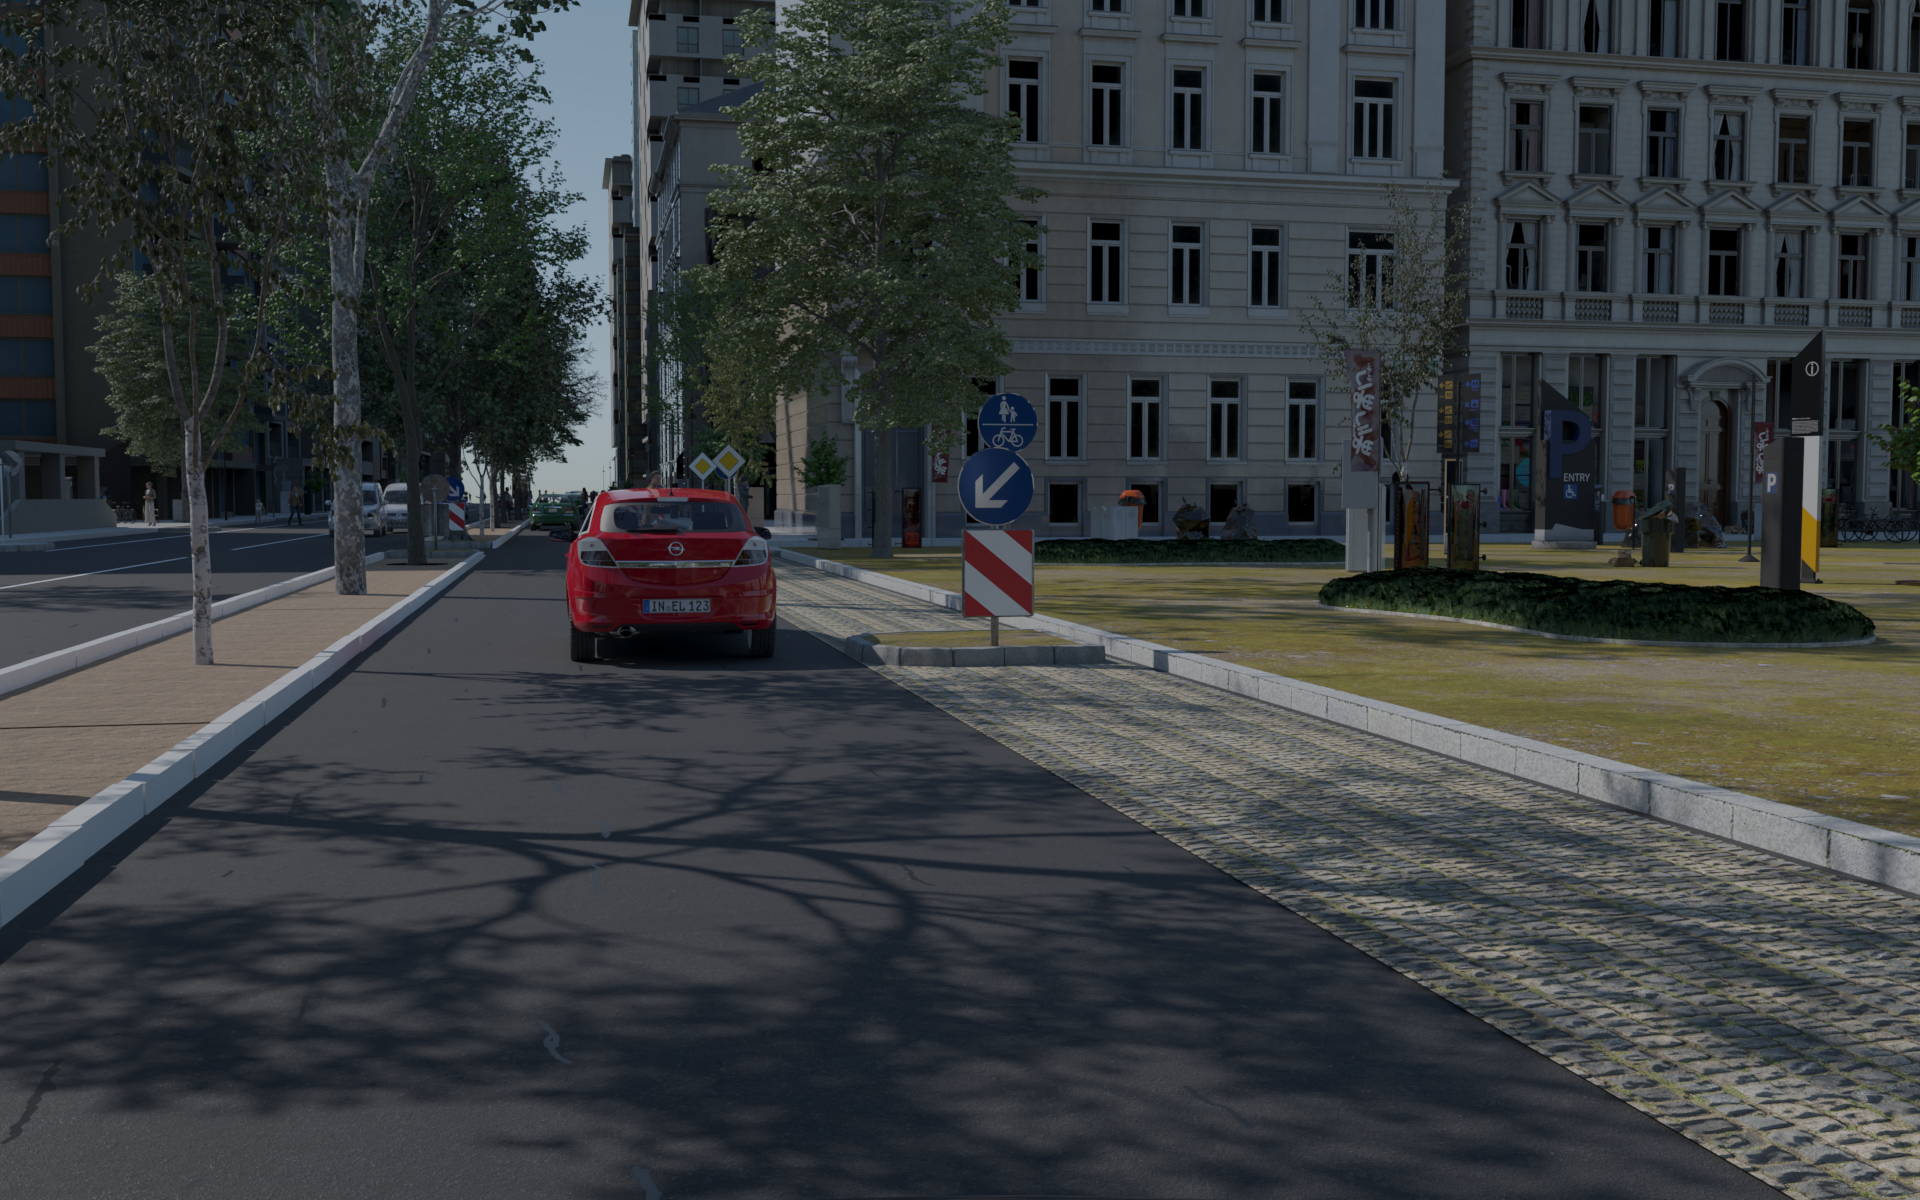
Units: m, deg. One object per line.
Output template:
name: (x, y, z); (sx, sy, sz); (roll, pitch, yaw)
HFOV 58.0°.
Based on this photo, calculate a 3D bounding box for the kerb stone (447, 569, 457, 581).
kerb stone: (-8.328, -0.364, 28.183); (0.120, 0.150, 1.000); (-1, 4, -13)

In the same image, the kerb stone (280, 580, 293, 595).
kerb stone: (-9.691, -0.153, 24.698); (0.120, 0.150, 1.000); (-1, 4, -13)

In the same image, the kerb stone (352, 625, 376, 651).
kerb stone: (-5.602, 0.367, 16.201); (0.120, 0.150, 1.000); (-1, 4, -13)

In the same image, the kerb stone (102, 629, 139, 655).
kerb stone: (-7.655, 0.397, 15.702); (0.120, 0.150, 1.000); (-1, 4, -13)

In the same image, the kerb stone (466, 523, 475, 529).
kerb stone: (-20.693, -3.118, 73.239); (0.120, 0.150, 1.000); (-1, 4, -13)

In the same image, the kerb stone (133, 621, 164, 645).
kerb stone: (-7.876, 0.337, 16.700); (0.120, 0.150, 1.000); (-1, 4, -13)

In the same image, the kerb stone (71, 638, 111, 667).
kerb stone: (-7.423, 0.458, 14.706); (0.120, 0.150, 1.000); (-1, 4, -13)

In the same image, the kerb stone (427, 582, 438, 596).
kerb stone: (-7.423, -0.120, 24.195); (0.120, 0.150, 1.000); (-1, 4, -13)

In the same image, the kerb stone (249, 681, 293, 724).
kerb stone: (-4.477, 0.672, 11.211); (0.120, 0.150, 1.000); (-1, 4, -13)

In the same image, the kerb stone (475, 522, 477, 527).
kerb stone: (-20.917, -3.183, 74.245); (0.120, 0.150, 1.000); (-1, 4, -13)

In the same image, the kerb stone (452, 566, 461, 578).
kerb stone: (-8.550, -0.427, 29.184); (0.120, 0.150, 1.000); (-1, 4, -13)

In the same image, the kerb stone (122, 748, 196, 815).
kerb stone: (-3.799, 0.863, 8.197); (0.120, 0.150, 1.000); (-1, 4, -13)

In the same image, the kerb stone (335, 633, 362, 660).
kerb stone: (-5.389, 0.428, 15.197); (0.120, 0.150, 1.000); (-1, 4, -13)

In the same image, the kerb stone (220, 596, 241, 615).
kerb stone: (-8.778, 0.093, 20.704); (0.120, 0.150, 1.000); (-1, 4, -13)

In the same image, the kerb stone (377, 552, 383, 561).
kerb stone: (-12.411, -0.888, 36.721); (0.120, 0.150, 1.000); (-1, 4, -13)

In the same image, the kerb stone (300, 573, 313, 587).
kerb stone: (-10.147, -0.275, 26.691); (0.120, 0.150, 1.000); (-1, 4, -13)

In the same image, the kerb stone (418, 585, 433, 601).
kerb stone: (-7.197, -0.061, 23.195); (0.120, 0.150, 1.000); (-1, 4, -13)

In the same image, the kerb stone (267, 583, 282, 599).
kerb stone: (-9.461, -0.092, 23.702); (0.120, 0.150, 1.000); (-1, 4, -13)

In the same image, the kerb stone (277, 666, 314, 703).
kerb stone: (-4.705, 0.611, 12.207); (0.120, 0.150, 1.000); (-1, 4, -13)

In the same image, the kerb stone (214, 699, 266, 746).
kerb stone: (-4.256, 0.733, 10.212); (0.120, 0.150, 1.000); (-1, 4, -13)

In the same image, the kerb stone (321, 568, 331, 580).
kerb stone: (-10.594, -0.398, 28.699); (0.120, 0.150, 1.000); (-1, 4, -13)

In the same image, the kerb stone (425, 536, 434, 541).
kerb stone: (-15.711, -1.773, 51.225); (0.120, 0.150, 1.000); (-1, 4, -13)

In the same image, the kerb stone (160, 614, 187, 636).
kerb stone: (-8.102, 0.281, 17.706); (0.120, 0.150, 1.000); (-1, 4, -13)

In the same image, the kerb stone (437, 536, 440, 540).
kerb stone: (-16.156, -1.896, 53.227); (0.120, 0.150, 1.000); (-1, 4, -13)

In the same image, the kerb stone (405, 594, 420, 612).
kerb stone: (-6.741, 0.065, 21.199); (0.120, 0.150, 1.000); (-1, 4, -13)

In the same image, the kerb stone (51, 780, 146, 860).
kerb stone: (-3.578, 0.918, 7.194); (0.120, 0.150, 1.000); (-1, 4, -13)

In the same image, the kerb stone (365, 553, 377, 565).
kerb stone: (-12.185, -0.827, 35.720); (0.120, 0.150, 1.000); (-1, 4, -13)

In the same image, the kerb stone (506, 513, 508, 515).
kerb stone: (-30.893, -5.870, 118.228); (0.120, 0.150, 1.000); (-1, 4, -13)

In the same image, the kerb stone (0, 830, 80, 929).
kerb stone: (-3.340, 0.980, 6.200); (0.120, 0.150, 1.000); (-1, 4, -13)

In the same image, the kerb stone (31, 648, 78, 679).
kerb stone: (-7.204, 0.519, 13.708); (0.120, 0.150, 1.000); (-1, 4, -13)

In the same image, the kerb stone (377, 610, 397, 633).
kerb stone: (-6.059, 0.245, 18.197); (0.120, 0.150, 1.000); (-1, 4, -13)

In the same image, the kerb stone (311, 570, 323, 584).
kerb stone: (-10.369, -0.337, 27.697); (0.120, 0.150, 1.000); (-1, 4, -13)

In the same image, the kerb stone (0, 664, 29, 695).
kerb stone: (-6.968, 0.580, 12.713); (0.120, 0.150, 1.000); (-1, 4, -13)

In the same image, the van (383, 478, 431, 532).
van: (-20.612, -3.502, 64.268); (2.013, 2.044, 4.112); (-1, 4, -12)

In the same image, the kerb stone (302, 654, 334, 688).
kerb stone: (-4.925, 0.555, 13.206); (0.120, 0.150, 1.000); (-1, 4, -13)

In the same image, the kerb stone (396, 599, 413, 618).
kerb stone: (-6.520, 0.123, 20.198); (0.120, 0.150, 1.000); (-1, 4, -13)

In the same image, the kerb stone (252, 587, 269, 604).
kerb stone: (-9.242, -0.029, 22.695); (0.120, 0.150, 1.000); (-1, 4, -13)

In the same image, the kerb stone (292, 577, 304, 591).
kerb stone: (-9.912, -0.211, 25.696); (0.120, 0.150, 1.000); (-1, 4, -13)

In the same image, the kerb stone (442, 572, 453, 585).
kerb stone: (-8.100, -0.303, 27.186); (0.120, 0.150, 1.000); (-1, 4, -13)

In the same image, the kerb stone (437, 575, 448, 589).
kerb stone: (-7.872, -0.244, 26.190); (0.120, 0.150, 1.000); (-1, 4, -13)

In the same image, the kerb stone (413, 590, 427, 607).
kerb stone: (-6.965, 0.002, 22.197); (0.120, 0.150, 1.000); (-1, 4, -13)

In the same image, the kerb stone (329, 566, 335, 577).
kerb stone: (-10.831, -0.459, 29.693); (0.120, 0.150, 1.000); (-1, 4, -13)

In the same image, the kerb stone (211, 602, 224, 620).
kerb stone: (-8.562, 0.152, 19.705); (0.120, 0.150, 1.000); (-1, 4, -13)

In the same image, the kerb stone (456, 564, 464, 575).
kerb stone: (-8.781, -0.482, 30.187); (0.120, 0.150, 1.000); (-1, 4, -13)

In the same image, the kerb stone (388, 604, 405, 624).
kerb stone: (-6.285, 0.184, 19.195); (0.120, 0.150, 1.000); (-1, 4, -13)

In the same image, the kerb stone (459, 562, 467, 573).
kerb stone: (-9.006, -0.550, 31.183); (0.120, 0.150, 1.000); (-1, 4, -13)

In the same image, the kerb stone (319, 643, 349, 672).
kerb stone: (-5.157, 0.489, 14.201); (0.120, 0.150, 1.000); (-1, 4, -13)

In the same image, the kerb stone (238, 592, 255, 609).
kerb stone: (-9.015, 0.030, 21.698); (0.120, 0.150, 1.000); (-1, 4, -13)

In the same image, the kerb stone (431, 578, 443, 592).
kerb stone: (-7.652, -0.183, 25.191); (0.120, 0.150, 1.000); (-1, 4, -13)

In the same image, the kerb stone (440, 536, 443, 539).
kerb stone: (-16.379, -1.959, 54.231); (0.120, 0.150, 1.000); (-1, 4, -13)

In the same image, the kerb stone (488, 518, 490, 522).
kerb stone: (-24.317, -4.097, 89.236); (0.120, 0.150, 1.000); (-1, 4, -13)

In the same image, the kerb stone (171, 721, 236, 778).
kerb stone: (-4.022, 0.795, 9.202); (0.120, 0.150, 1.000); (-1, 4, -13)

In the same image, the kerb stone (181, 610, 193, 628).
kerb stone: (-8.328, 0.214, 18.709); (0.120, 0.150, 1.000); (-1, 4, -13)

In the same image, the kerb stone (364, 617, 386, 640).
kerb stone: (-5.837, 0.307, 17.199); (0.120, 0.150, 1.000); (-1, 4, -13)
